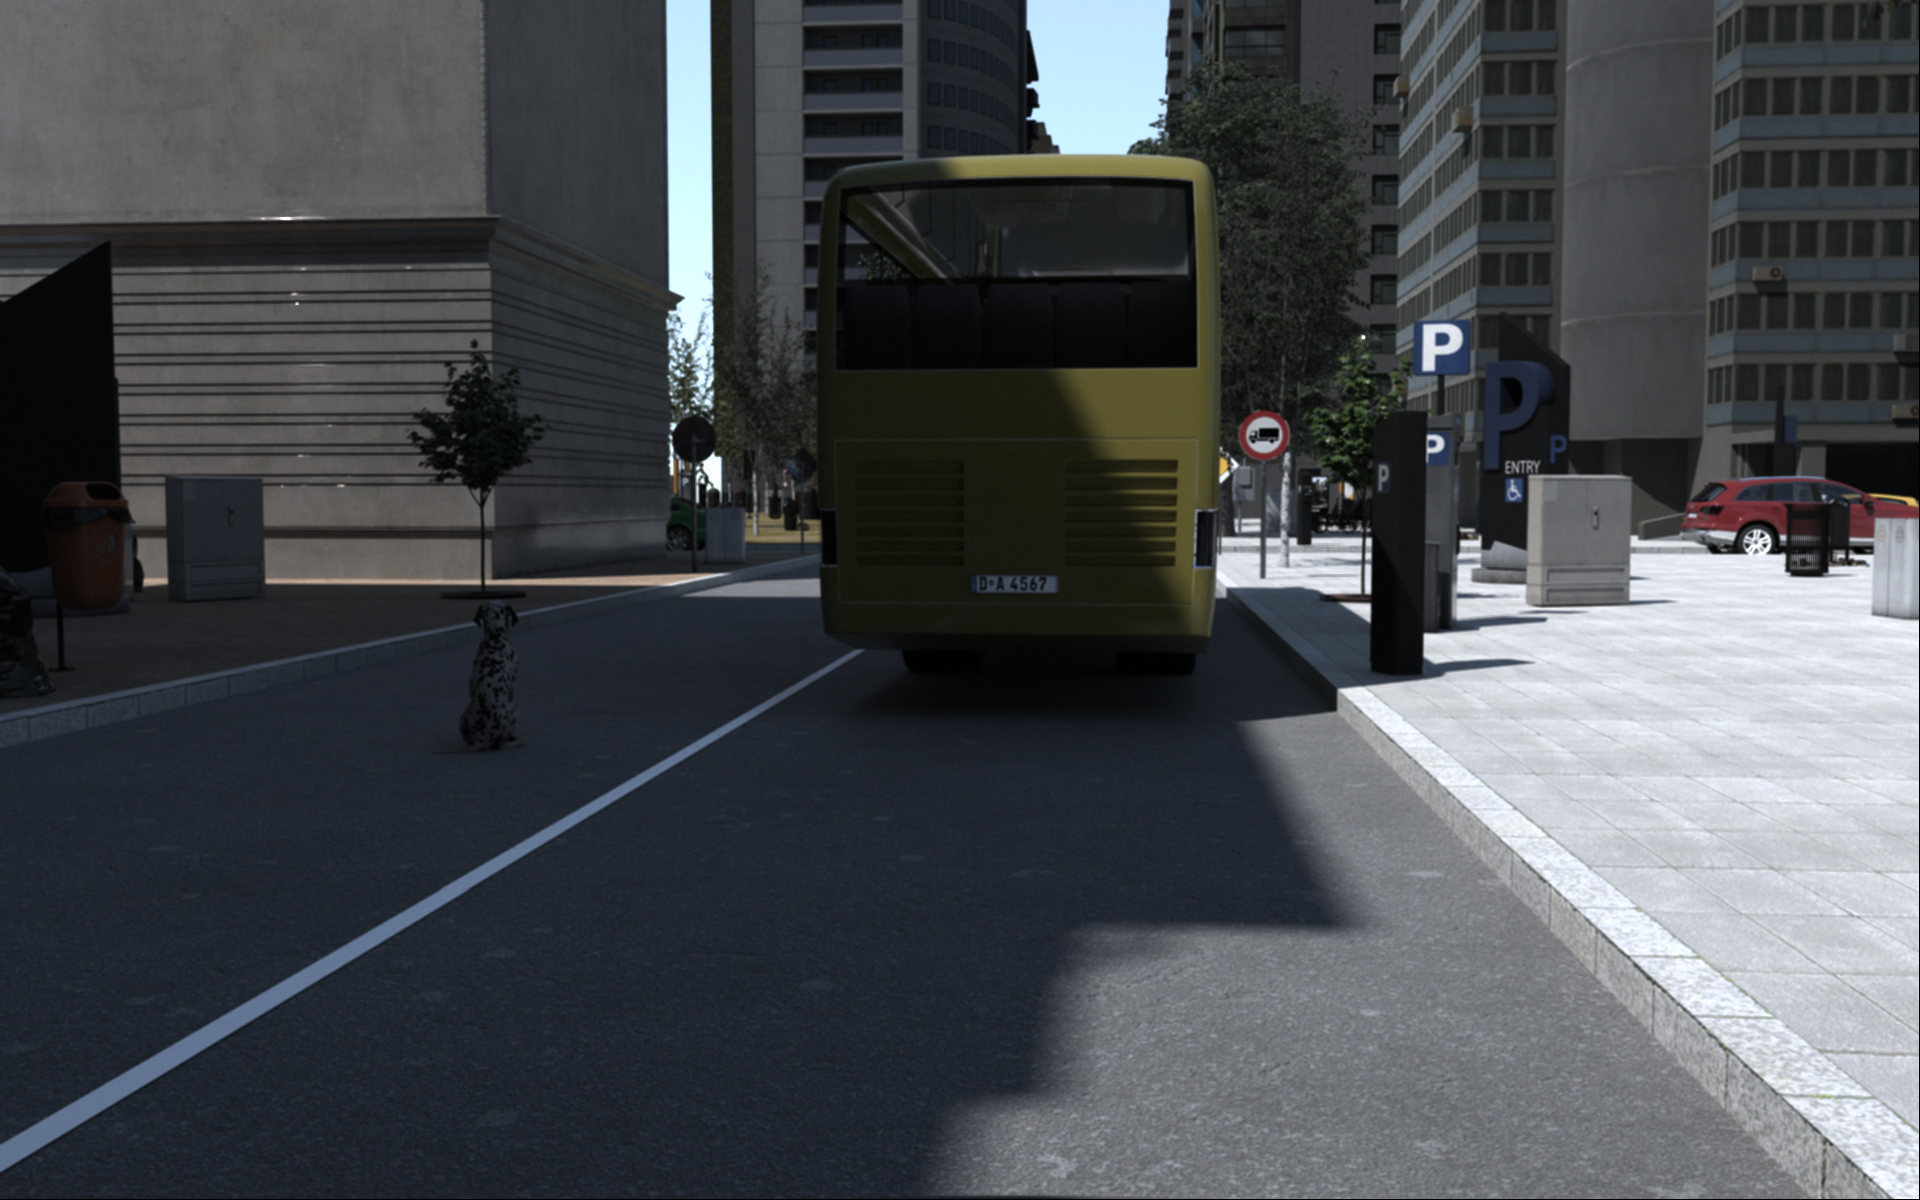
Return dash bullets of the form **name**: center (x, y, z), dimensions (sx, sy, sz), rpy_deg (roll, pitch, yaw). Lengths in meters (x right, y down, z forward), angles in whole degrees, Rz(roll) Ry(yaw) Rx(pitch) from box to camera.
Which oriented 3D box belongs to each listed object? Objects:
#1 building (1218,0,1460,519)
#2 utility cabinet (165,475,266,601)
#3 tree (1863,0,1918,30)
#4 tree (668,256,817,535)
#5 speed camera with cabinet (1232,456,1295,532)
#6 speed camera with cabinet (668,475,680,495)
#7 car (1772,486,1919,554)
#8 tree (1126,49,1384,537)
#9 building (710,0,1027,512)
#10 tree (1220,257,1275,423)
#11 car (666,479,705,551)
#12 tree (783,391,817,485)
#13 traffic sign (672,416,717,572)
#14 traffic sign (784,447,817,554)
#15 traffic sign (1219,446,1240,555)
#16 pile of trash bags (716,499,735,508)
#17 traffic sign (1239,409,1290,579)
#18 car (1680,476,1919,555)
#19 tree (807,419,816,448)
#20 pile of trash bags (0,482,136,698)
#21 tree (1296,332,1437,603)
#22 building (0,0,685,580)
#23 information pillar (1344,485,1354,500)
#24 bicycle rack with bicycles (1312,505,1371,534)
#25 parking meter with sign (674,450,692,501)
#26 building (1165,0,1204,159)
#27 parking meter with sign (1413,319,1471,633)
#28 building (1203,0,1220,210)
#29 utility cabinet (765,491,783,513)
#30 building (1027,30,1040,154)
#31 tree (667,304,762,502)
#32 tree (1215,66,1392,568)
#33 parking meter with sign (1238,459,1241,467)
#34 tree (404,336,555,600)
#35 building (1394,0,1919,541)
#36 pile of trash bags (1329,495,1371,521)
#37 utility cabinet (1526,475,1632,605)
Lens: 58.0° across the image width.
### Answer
- **building**: center (21.159, -19.798, 95.402), dimensions (14.160, 30.474, 14.107), rpy_deg (0, 4, 5)
- **utility cabinet**: center (-8.989, -0.751, 20.958), dimensions (0.318, 1.500, 1.173), rpy_deg (2, 4, 27)
- **tree**: center (7.831, -3.726, 11.286), dimensions (4.360, 8.622, 3.978), rpy_deg (0, 3, 0)
- **tree**: center (-6.191, -6.315, 53.609), dimensions (4.360, 8.622, 3.978), rpy_deg (0, 3, 0)
- **speed camera with cabinet**: center (10.301, -3.941, 58.777), dimensions (2.038, 3.252, 0.660), rpy_deg (0, 4, -2)
- **speed camera with cabinet**: center (-13.558, -5.443, 83.328), dimensions (2.038, 3.252, 0.660), rpy_deg (3, 5, 43)
- **car**: center (20.351, -1.828, 40.108), dimensions (3.980, 1.641, 2.015), rpy_deg (0, 4, 7)
- **tree**: center (7.994, -8.853, 51.403), dimensions (9.857, 13.997, 8.962), rpy_deg (0, 3, 0)
- **building**: center (-6.116, -36.221, 134.211), dimensions (21.231, 58.520, 28.212), rpy_deg (0, 4, 5)
- **tree**: center (9.081, -8.769, 69.135), dimensions (9.928, 11.665, 9.643), rpy_deg (0, 3, 0)
- **car**: center (-8.001, -2.047, 42.259), dimensions (4.718, 1.807, 1.959), rpy_deg (0, 4, 5)
- **tree**: center (-10.089, -10.198, 117.107), dimensions (4.737, 8.622, 4.395), rpy_deg (0, 3, 0)
- **traffic sign**: center (-4.350, -1.725, 28.315), dimensions (0.768, 2.556, 0.104), rpy_deg (1, 4, 12)
- **traffic sign**: center (-3.387, -2.054, 37.224), dimensions (0.795, 2.450, 0.064), rpy_deg (0, 4, 5)
- **traffic sign**: center (5.465, -2.001, 36.364), dimensions (0.795, 2.450, 0.064), rpy_deg (0, 4, 5)
- **pile of trash bags**: center (-7.475, -2.241, 46.394), dimensions (3.447, 1.369, 1.912), rpy_deg (1, 4, 21)
- **traffic sign**: center (4.595, -1.596, 26.194), dimensions (0.768, 2.556, 0.104), rpy_deg (1, 4, 14)
- **car**: center (18.671, -1.794, 38.002), dimensions (5.304, 1.827, 2.281), rpy_deg (0, 4, 4)
- **tree**: center (-1.292, -9.283, 68.790), dimensions (9.611, 12.733, 9.660), rpy_deg (0, 3, 0)
- **pile of trash bags**: center (-6.709, -0.085, 11.136), dimensions (1.912, 1.369, 3.447), rpy_deg (1, 4, 17)
- **tree**: center (4.797, -1.609, 20.905), dimensions (1.663, 3.219, 1.824), rpy_deg (0, 3, 0)
- **building**: center (-16.212, -11.919, 31.032), dimensions (21.152, 22.565, 11.583), rpy_deg (0, 4, 5)
- **information pillar**: center (19.214, -5.761, 85.553), dimensions (0.504, 3.616, 0.183), rpy_deg (3, 5, 39)
- **bicycle rack with bicycles**: center (12.717, -2.692, 57.404), dimensions (2.925, 0.926, 2.852), rpy_deg (0, 4, -6)
- **parking meter with sign**: center (-9.616, -3.981, 61.344), dimensions (0.543, 3.016, 1.738), rpy_deg (0, 4, 7)
- **building**: center (29.375, -32.628, 153.068), dimensions (23.786, 49.044, 30.456), rpy_deg (0, 4, 5)
- **parking meter with sign**: center (4.549, -1.250, 16.694), dimensions (0.543, 3.016, 1.738), rpy_deg (1, 4, 20)
- **building**: center (26.383, -42.130, 127.076), dimensions (20.563, 71.187, 20.611), rpy_deg (0, 4, 5)
- **utility cabinet**: center (-12.231, -6.436, 113.912), dimensions (1.173, 1.500, 0.318), rpy_deg (0, 4, -5)
- **building**: center (-3.956, -31.098, 163.081), dimensions (22.147, 44.769, 28.867), rpy_deg (0, 4, 5)
- **tree**: center (-10.258, -7.103, 66.490), dimensions (4.737, 8.622, 4.395), rpy_deg (0, 3, 0)
- **tree**: center (5.588, -4.885, 30.232), dimensions (4.360, 8.622, 3.978), rpy_deg (0, 3, 0)
- **parking meter with sign**: center (12.982, -5.471, 85.714), dimensions (1.738, 3.016, 0.543), rpy_deg (1, 4, 16)
- **tree**: center (-6.071, -1.644, 21.477), dimensions (1.663, 3.219, 1.824), rpy_deg (0, 3, 0)
- **building**: center (28.660, -22.521, 60.106), dimensions (23.993, 40.220, 32.217), rpy_deg (0, 4, 5)
- **pile of trash bags**: center (18.248, -4.477, 82.959), dimensions (3.447, 1.369, 1.912), rpy_deg (0, 4, -3)
- **utility cabinet**: center (7.107, -0.684, 19.867), dimensions (1.173, 1.500, 0.318), rpy_deg (-1, 4, -16)
